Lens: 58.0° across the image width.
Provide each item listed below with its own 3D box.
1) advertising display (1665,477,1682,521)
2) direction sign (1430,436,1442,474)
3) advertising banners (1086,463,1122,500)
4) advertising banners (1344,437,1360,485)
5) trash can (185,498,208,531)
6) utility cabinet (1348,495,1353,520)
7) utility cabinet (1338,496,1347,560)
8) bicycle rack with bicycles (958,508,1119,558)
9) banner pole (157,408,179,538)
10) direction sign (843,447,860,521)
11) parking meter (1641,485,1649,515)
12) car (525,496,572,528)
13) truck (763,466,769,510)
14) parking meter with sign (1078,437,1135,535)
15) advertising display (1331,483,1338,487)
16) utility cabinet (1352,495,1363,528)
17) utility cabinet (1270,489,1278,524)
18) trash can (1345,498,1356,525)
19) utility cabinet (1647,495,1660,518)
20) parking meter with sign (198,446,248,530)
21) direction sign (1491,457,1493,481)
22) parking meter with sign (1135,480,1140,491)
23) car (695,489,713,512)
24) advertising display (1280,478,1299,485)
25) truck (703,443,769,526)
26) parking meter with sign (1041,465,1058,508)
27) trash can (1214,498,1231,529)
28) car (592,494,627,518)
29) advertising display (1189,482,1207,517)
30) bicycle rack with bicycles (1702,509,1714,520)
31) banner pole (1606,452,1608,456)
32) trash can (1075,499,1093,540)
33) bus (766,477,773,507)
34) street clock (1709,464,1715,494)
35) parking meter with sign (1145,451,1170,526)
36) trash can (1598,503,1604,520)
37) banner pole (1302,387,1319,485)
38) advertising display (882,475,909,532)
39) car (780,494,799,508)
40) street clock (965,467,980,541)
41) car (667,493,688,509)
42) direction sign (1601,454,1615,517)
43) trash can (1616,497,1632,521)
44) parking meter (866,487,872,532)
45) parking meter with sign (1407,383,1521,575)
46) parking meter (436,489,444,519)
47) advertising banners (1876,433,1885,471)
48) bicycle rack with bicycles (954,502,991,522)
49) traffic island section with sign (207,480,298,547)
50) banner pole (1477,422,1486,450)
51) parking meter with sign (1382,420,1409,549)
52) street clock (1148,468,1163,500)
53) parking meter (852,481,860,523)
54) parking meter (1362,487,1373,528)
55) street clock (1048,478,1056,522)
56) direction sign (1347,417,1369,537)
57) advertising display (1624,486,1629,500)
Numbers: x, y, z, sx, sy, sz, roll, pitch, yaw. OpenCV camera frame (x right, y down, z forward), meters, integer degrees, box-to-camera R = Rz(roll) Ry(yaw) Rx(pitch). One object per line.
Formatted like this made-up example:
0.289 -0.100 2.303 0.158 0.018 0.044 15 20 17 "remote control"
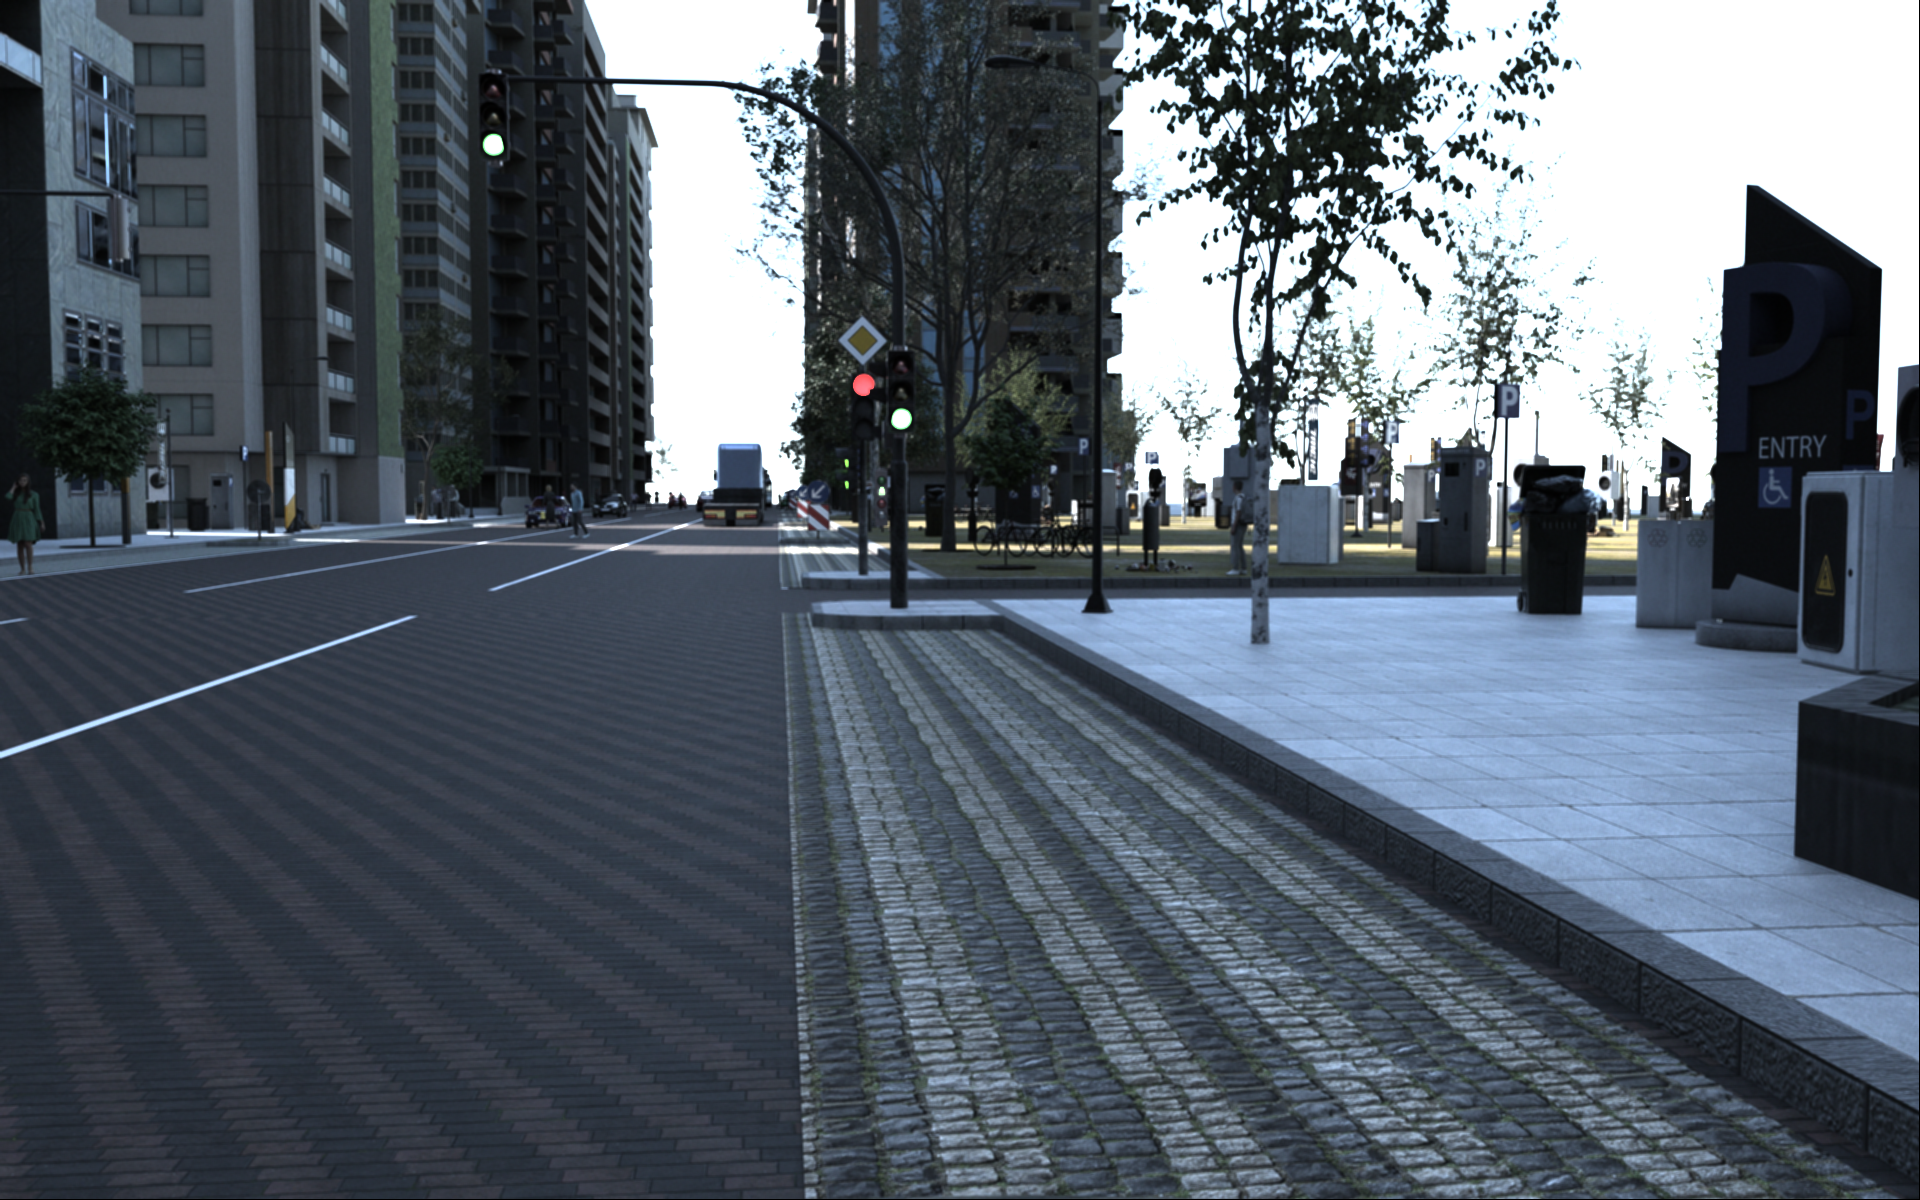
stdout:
26.859 -3.668 65.184 0.123 1.923 0.974 0 4 -6 "advertising display"
18.725 -4.662 68.228 0.379 3.537 0.876 -1 4 -14 "direction sign"
8.005 -6.110 96.086 2.074 3.025 0.090 0 4 -7 "advertising banners"
11.220 -3.474 52.993 2.074 3.025 0.090 1 4 18 "advertising banners"
-26.407 -2.953 59.930 0.748 1.137 0.748 0 3 0 "trash can"
19.800 -4.672 87.551 0.306 1.237 1.020 2 4 35 "utility cabinet"
7.280 -1.402 34.086 0.306 1.237 1.020 0 4 -2 "utility cabinet"
2.027 -1.369 35.764 2.852 0.926 2.925 -2 4 -35 "bicycle rack with bicycles"
-23.129 -3.695 50.433 0.401 3.779 0.863 0 4 5 "banner pole"
-5.203 -5.599 83.537 0.876 3.537 0.379 -1 4 -12 "direction sign"
42.287 -6.192 106.954 0.399 1.863 0.255 0 4 -5 "parking meter"
-17.851 -3.834 75.264 1.945 1.354 3.894 0 4 -7 "car"
-19.331 -10.501 161.446 2.967 4.110 18.799 0 4 -6 "truck"
4.520 -3.527 53.932 1.738 3.016 0.543 -2 4 -35 "parking meter with sign"
21.817 -5.771 99.563 0.974 1.923 0.123 0 4 1 "advertising display"
15.306 -3.340 65.768 0.306 1.237 1.020 0 4 -5 "utility cabinet"
13.049 -3.904 72.510 1.173 1.500 0.318 1 4 14 "utility cabinet"
16.152 -3.663 71.539 0.748 1.137 0.748 0 3 0 "trash can"
37.593 -5.026 93.338 1.020 1.237 0.306 0 4 4 "utility cabinet"
-26.619 -4.046 62.421 1.738 3.016 0.543 0 4 -3 "parking meter with sign"
31.701 -6.883 104.529 0.876 3.537 0.379 0 4 8 "direction sign"
9.457 -6.004 94.424 0.543 3.016 1.738 -1 4 -14 "parking meter with sign"
-20.700 -8.237 143.342 2.281 1.827 5.304 0 4 -5 "car"
13.622 -4.027 71.060 0.974 1.923 0.123 1 4 19 "advertising display"
-10.942 -5.811 84.775 2.967 4.110 18.799 0 4 -6 "truck"
5.192 -6.559 103.505 0.543 3.016 1.738 2 4 34 "parking meter with sign"
9.731 -3.201 63.991 0.748 1.137 0.748 0 3 0 "trash can"
-21.584 -5.927 106.689 2.009 1.686 4.222 0 4 -4 "car"
13.069 -5.503 95.195 0.974 1.923 0.123 0 4 -8 "advertising display"
19.068 -1.766 42.250 2.925 0.926 2.852 -2 4 -27 "bicycle rack with bicycles"
38.485 -6.935 103.400 0.401 3.779 0.863 0 4 -2 "banner pole"
3.610 -2.270 48.770 0.748 1.137 0.748 0 3 0 "trash can"
-22.254 -12.104 192.761 2.948 3.499 13.247 0 4 -7 "bus"
16.941 -2.079 38.569 0.471 2.002 0.358 1 4 13 "street clock"
7.943 -4.465 69.261 0.543 3.016 1.738 -1 4 -14 "parking meter with sign"
31.964 -4.602 86.891 0.748 1.137 0.748 0 3 0 "trash can"
8.132 -3.077 40.320 0.401 3.779 0.863 -1 4 -20 "banner pole"
-2.191 -3.249 58.330 0.974 1.923 0.123 -1 4 -10 "advertising display"
-16.375 -9.653 166.621 1.959 1.807 4.718 0 4 -7 "car"
0.341 -2.597 47.038 0.358 2.002 0.471 -2 4 -25 "street clock"
-28.185 -10.027 172.989 2.155 1.783 4.494 0 4 -7 "car"
36.662 -6.489 98.086 0.876 3.537 0.379 -1 4 -18 "direction sign"
31.554 -4.324 82.355 0.748 1.137 0.748 0 3 0 "trash can"
-3.194 -3.087 58.889 0.372 1.533 0.369 0 3 0 "parking meter"
8.185 -1.948 28.118 0.543 3.016 1.738 -2 4 -33 "parking meter with sign"
-26.361 -4.857 87.822 0.372 1.533 0.369 0 3 0 "parking meter"
25.891 -3.328 50.603 0.090 3.025 2.074 -3 5 -40 "advertising banners"
0.736 -3.967 78.239 2.925 0.926 2.852 3 5 42 "bicycle rack with bicycles"
-19.370 -2.383 47.595 1.989 1.847 2.006 0 4 -6 "traffic island section with sign"
17.963 -4.266 59.770 0.401 3.779 0.863 0 4 -6 "banner pole"
10.735 -2.705 40.486 0.543 3.016 1.738 -3 4 -38 "parking meter with sign"
5.428 -2.666 48.163 0.358 2.002 0.471 -1 4 -20 "street clock"
-4.631 -4.373 77.204 0.255 1.863 0.399 1 4 19 "parking meter"
15.223 -3.440 64.652 0.372 1.533 0.369 0 3 0 "parking meter"
4.197 -4.566 79.216 0.358 2.002 0.471 2 4 27 "street clock"
11.848 -3.646 51.614 0.379 3.537 0.876 -2 4 -32 "direction sign"
39.531 -5.969 102.800 0.123 1.923 0.974 2 4 30 "advertising display"
